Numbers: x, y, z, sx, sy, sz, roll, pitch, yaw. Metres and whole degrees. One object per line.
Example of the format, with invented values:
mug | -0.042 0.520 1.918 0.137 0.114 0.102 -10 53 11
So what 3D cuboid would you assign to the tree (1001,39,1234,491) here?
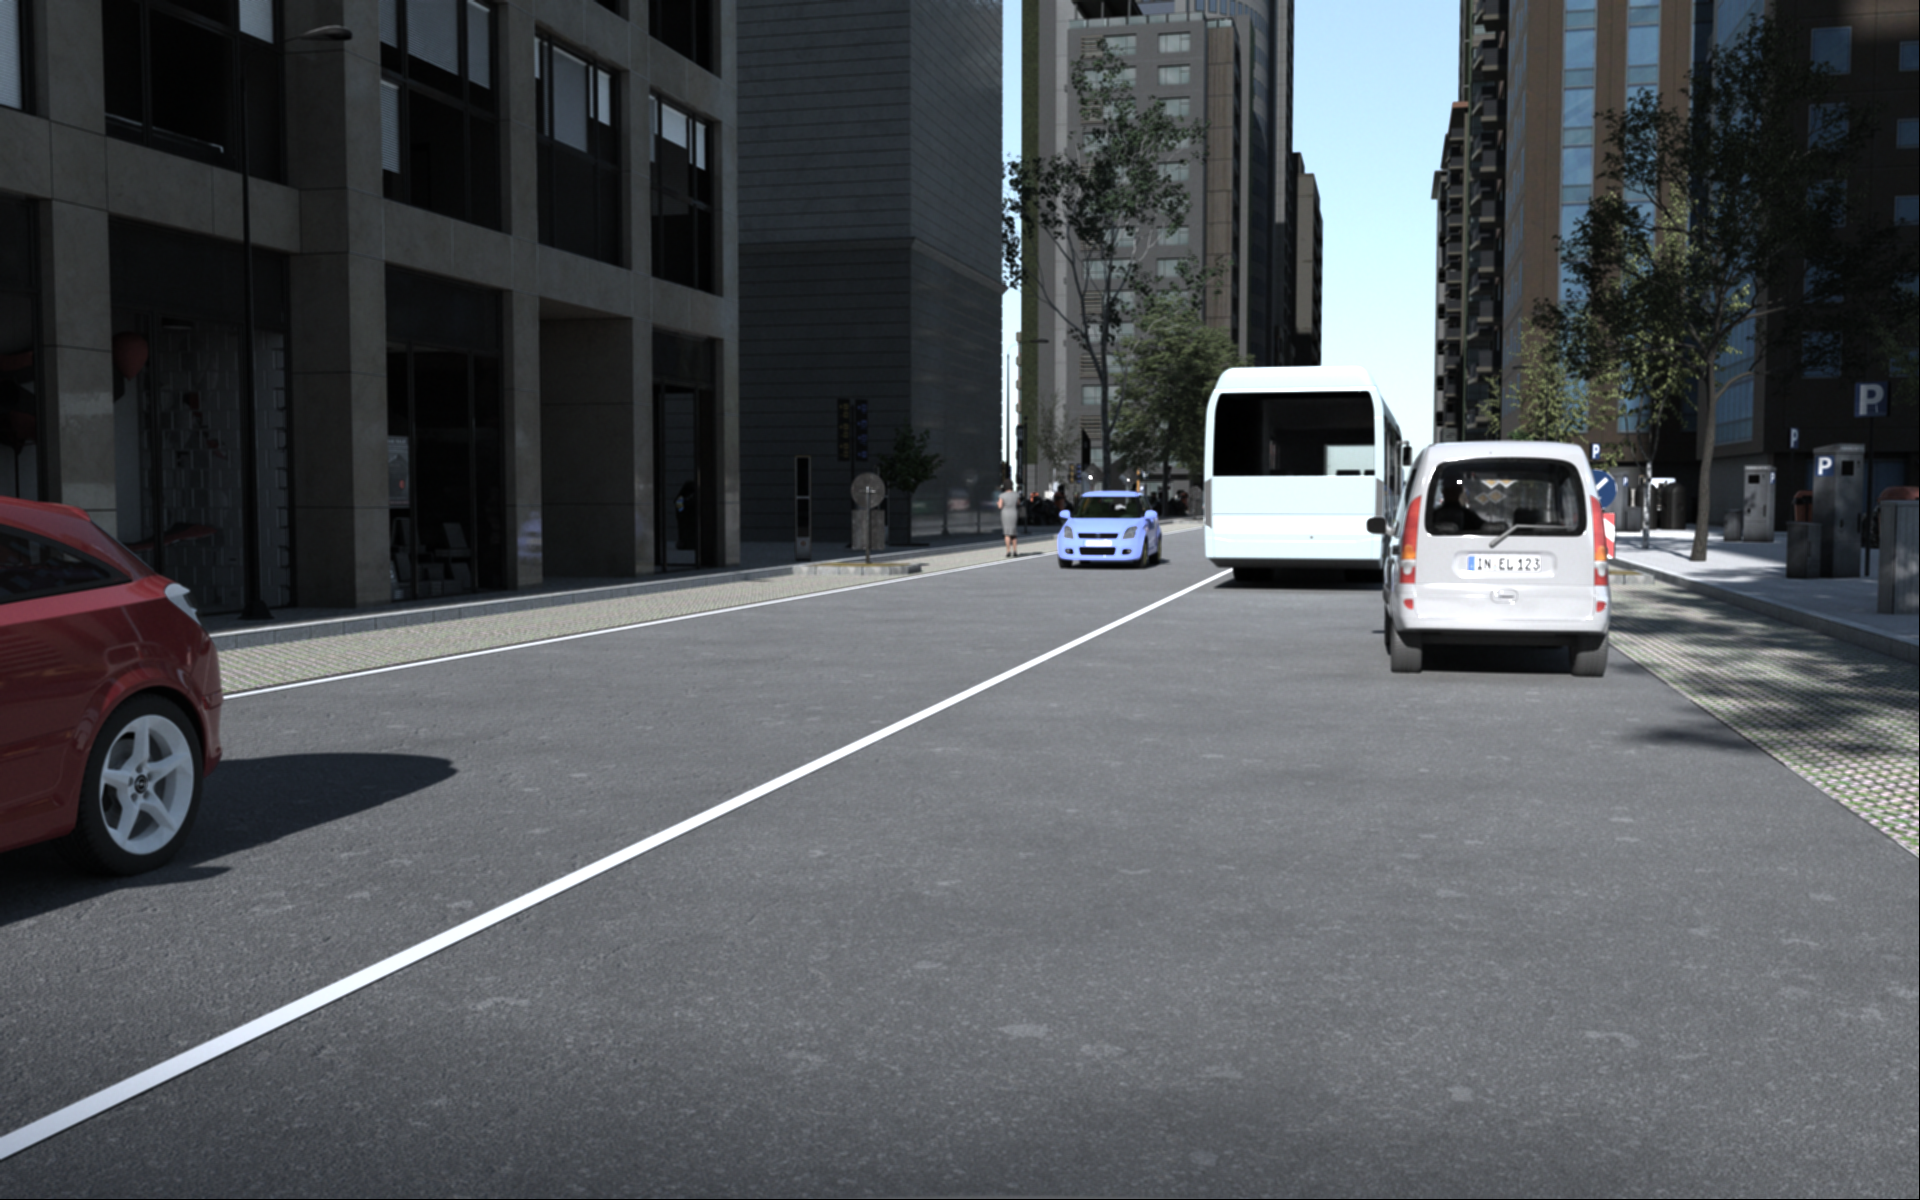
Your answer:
tree | 5.515 -13.409 75.133 12.611 20.169 13.585 0 3 0

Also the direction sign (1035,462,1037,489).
direction sign | 5.411 -8.028 123.253 0.379 3.537 0.876 0 4 6

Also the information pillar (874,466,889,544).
information pillar | -2.032 -2.464 44.770 0.304 2.012 0.304 -2 4 -25

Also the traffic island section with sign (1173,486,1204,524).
traffic island section with sign | 11.487 -4.637 84.447 1.989 1.847 2.006 1 4 14

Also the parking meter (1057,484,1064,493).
parking meter | 6.038 -5.998 103.774 0.399 1.863 0.255 -1 4 -22

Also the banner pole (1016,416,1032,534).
banner pole | 2.001 -4.007 55.539 0.401 3.779 0.863 2 4 30

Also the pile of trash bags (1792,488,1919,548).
pile of trash bags | 21.789 -1.936 41.408 3.447 1.369 1.912 1 4 23

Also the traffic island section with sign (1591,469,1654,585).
traffic island section with sign | 10.169 -1.204 28.310 1.989 1.847 2.006 1 4 14

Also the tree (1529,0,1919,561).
tree | 14.476 -6.015 32.761 7.601 10.594 8.767 1 4 18

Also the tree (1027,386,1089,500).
tree | 6.413 -10.291 118.617 4.360 8.622 3.978 0 3 0

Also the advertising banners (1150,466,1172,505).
advertising banners | 12.459 -6.789 107.190 2.074 3.025 0.090 -3 5 -45

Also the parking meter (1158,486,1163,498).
parking meter | 14.673 -7.399 126.687 0.399 1.863 0.255 1 4 18

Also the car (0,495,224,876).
car | -4.235 0.229 5.301 2.155 1.783 4.494 1 4 13

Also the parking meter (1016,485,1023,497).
parking meter | 3.696 -6.235 107.645 0.399 1.863 0.255 -1 4 -13

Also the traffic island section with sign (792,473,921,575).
traffic island section with sign | -1.780 -1.386 31.290 1.989 1.847 2.006 1 4 14

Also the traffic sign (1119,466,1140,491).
traffic sign | 6.149 -3.627 62.940 0.795 2.450 0.064 1 4 14

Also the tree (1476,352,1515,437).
tree | 23.425 -7.214 68.305 4.737 8.622 4.395 0 3 0

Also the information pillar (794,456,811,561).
information pillar | -3.014 -1.757 33.221 0.304 2.012 0.304 0 4 -7

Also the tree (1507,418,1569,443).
tree | 24.585 -5.507 73.748 4.285 4.588 4.351 0 3 0

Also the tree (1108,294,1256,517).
tree | 12.125 -11.019 98.291 7.486 12.596 7.792 0 3 0

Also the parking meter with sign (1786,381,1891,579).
parking meter with sign | 13.442 -1.854 26.570 1.738 3.016 0.543 -2 4 -28

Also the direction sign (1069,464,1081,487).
direction sign | 8.628 -8.434 129.885 0.876 3.537 0.379 0 4 7

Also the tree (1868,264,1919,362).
tree | 25.782 -5.762 44.564 4.737 8.622 4.395 0 3 0

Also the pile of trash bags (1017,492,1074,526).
pile of trash bags | 3.395 -3.768 71.352 1.912 1.369 3.447 2 4 31

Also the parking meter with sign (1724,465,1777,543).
parking meter with sign | 21.306 -3.051 46.141 0.543 3.016 1.738 -3 5 -42

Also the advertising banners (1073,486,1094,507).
advertising banners | 8.181 -7.216 114.161 0.090 3.025 2.074 -3 5 -41

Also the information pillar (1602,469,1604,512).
information pillar | 18.460 -2.789 50.095 0.304 2.012 0.304 2 4 28

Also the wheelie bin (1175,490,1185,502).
wheelie bin | 17.577 -7.930 137.561 0.980 1.594 0.693 -2 4 -30

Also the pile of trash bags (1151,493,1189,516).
pile of trash bags | 12.656 -5.699 102.924 1.912 1.369 3.447 2 4 34

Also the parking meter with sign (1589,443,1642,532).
parking meter with sign | 22.398 -3.844 59.111 0.543 3.016 1.738 -3 5 -39

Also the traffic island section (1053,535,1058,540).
traffic island section | 4.191 -2.017 55.259 2.009 0.180 2.903 1 4 14

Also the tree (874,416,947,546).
tree | -1.398 -2.963 43.046 1.663 3.219 1.824 0 3 0

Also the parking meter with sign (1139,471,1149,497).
parking meter with sign | 13.960 -8.321 132.305 0.543 3.016 1.738 1 4 22

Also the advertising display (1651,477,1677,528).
advertising display | 26.298 -3.648 64.851 0.974 1.923 0.123 2 4 29

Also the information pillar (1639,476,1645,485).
information pillar | 27.333 -3.956 69.174 0.304 2.012 0.304 -1 4 -19

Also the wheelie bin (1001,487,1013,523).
wheelie bin | 2.035 -4.263 77.606 0.980 1.594 0.693 1 4 10

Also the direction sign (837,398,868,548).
direction sign | -2.558 -3.017 41.327 0.876 3.537 0.379 -3 5 -41

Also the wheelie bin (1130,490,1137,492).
wheelie bin | 12.390 -7.075 123.579 0.980 1.594 0.693 2 4 35

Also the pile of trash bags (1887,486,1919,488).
pile of trash bags | 11.897 -0.647 20.329 3.447 1.369 1.912 -2 4 -31

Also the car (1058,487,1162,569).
car | 3.001 -1.518 34.410 1.945 1.707 3.694 1 4 13

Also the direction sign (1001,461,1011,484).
direction sign | 3.104 -7.748 118.676 0.379 3.537 0.876 2 4 33

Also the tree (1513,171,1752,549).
tree | 16.134 -5.505 40.369 4.737 8.622 4.395 0 3 0

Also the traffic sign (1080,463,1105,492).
traffic sign | 4.216 -3.153 55.191 0.795 2.450 0.064 1 4 14
